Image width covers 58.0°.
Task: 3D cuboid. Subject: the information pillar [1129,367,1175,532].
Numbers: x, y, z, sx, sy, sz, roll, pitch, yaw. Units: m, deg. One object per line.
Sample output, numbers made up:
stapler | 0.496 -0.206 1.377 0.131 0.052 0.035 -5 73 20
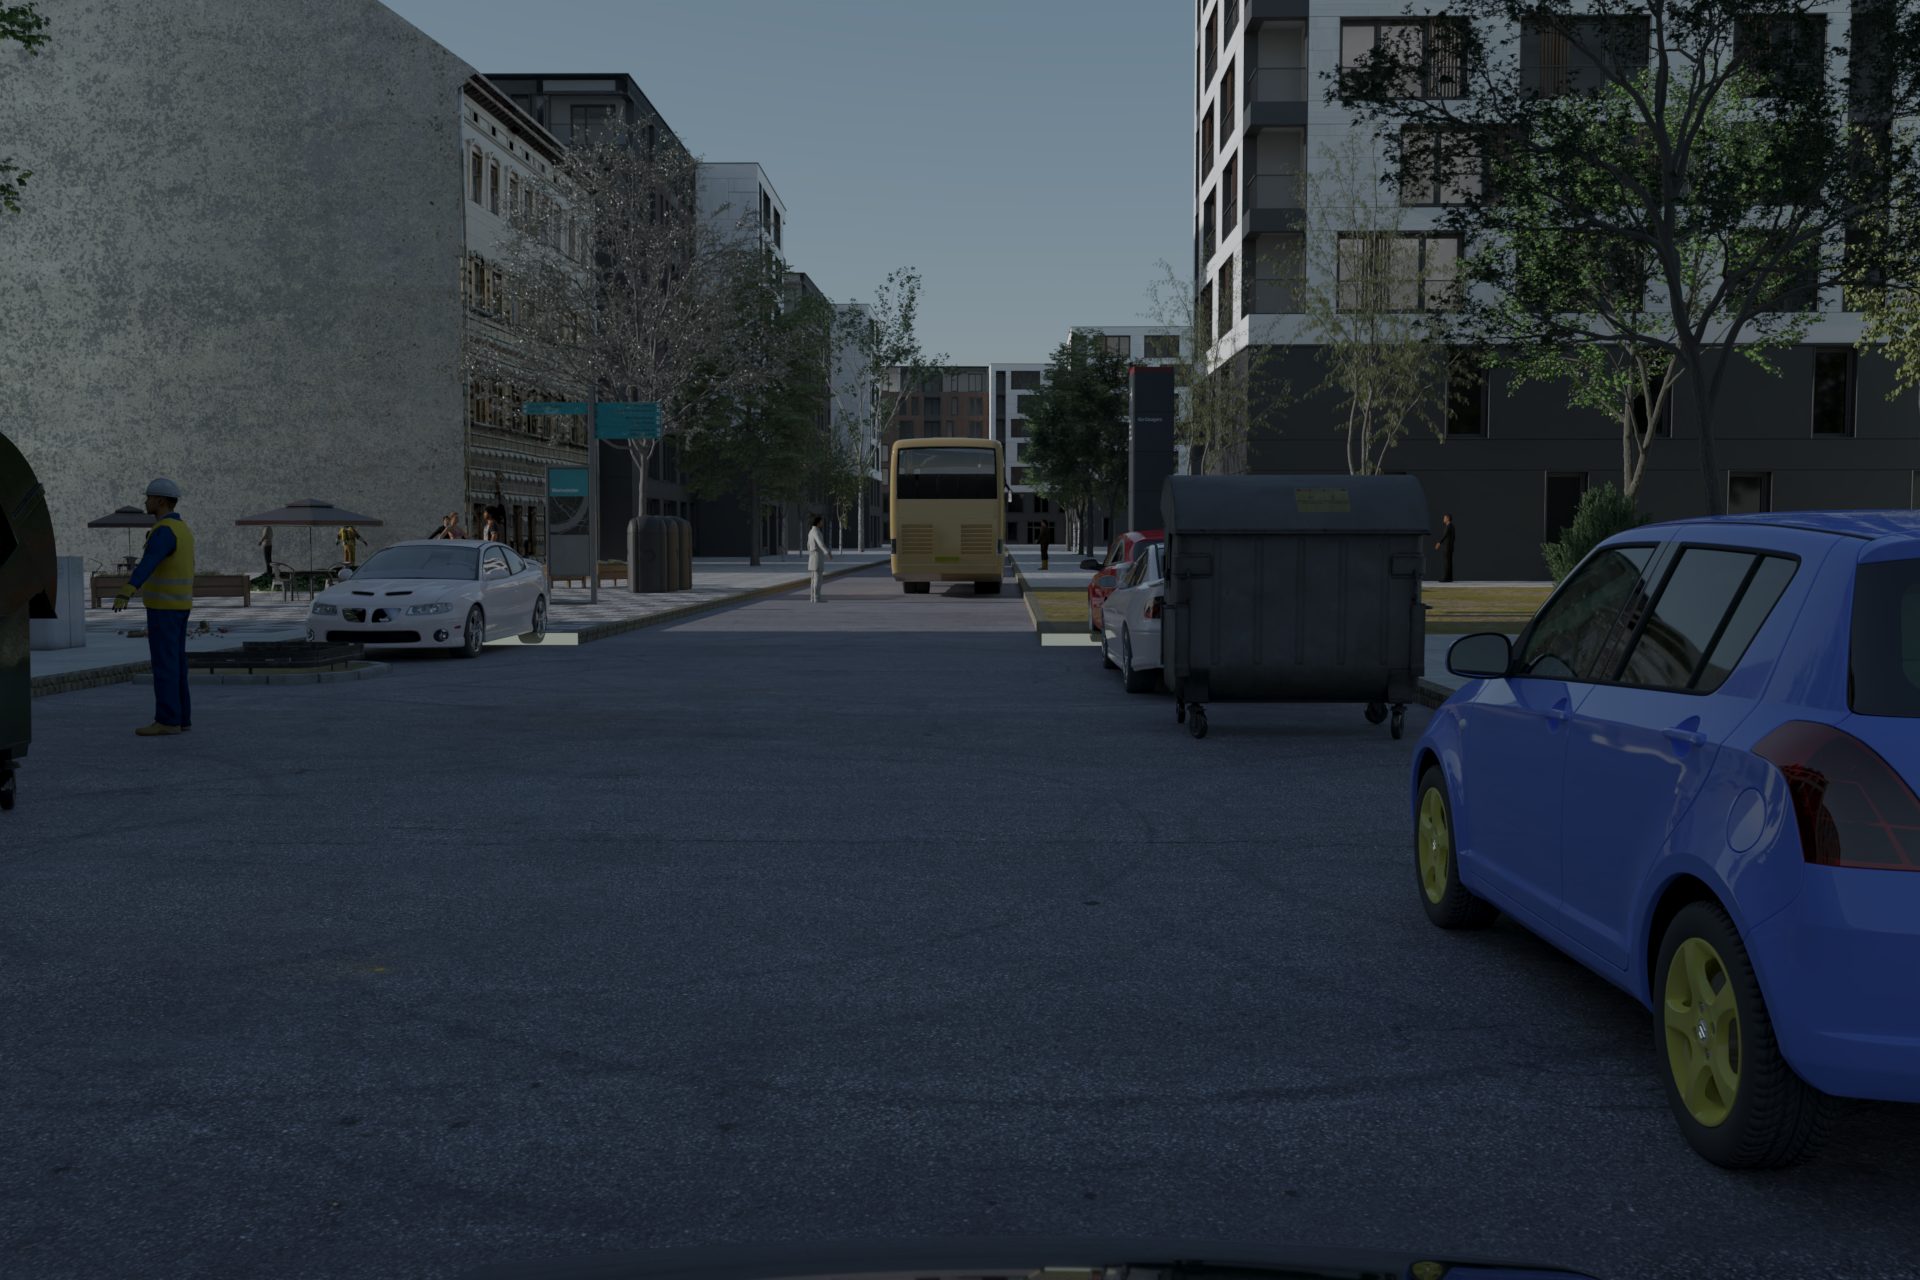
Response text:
information pillar | 2.990 -2.309 27.124 0.750 3.857 0.750 0 4 0

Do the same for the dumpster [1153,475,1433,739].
dumpster | 2.376 -0.267 12.578 1.865 1.857 1.264 0 4 1

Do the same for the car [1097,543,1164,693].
car | 2.425 -0.283 16.984 2.083 1.381 4.827 0 4 1

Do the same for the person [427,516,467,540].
person | -14.720 -2.664 49.742 1.347 1.806 0.705 -1 4 -23

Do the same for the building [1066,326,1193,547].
building | 25.306 -20.949 186.493 27.936 21.610 32.646 0 4 2

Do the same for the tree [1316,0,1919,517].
tree | 8.660 -5.224 19.828 8.767 10.594 7.601 0 4 -5

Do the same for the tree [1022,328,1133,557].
tree | 6.846 -10.877 95.966 7.486 12.596 7.792 0 3 0

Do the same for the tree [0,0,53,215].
tree | -13.022 -5.556 16.596 9.928 11.665 9.643 0 3 0

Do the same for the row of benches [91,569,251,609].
row of benches | -14.587 -0.898 30.144 4.104 0.672 1.422 -1 4 -18

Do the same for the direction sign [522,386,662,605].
direction sign | -6.627 -2.638 31.900 2.525 3.948 1.411 0 4 2

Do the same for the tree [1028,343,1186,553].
tree | 7.332 -9.239 85.465 8.767 10.594 7.601 1 4 12

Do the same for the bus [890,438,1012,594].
bus | -0.105 -3.235 44.435 2.896 3.916 12.252 0 4 2

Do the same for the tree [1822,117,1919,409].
tree | 16.740 -4.829 29.315 4.737 8.622 4.395 0 3 0

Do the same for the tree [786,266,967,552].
tree | -5.546 -16.239 121.394 12.611 20.169 13.585 0 3 0

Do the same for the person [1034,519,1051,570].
person | 2.992 -3.417 62.002 0.704 1.812 1.346 2 4 24

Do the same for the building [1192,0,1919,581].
building | 22.134 -13.364 62.484 27.936 21.610 32.646 0 4 2

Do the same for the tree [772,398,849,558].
tree | -8.723 -8.679 92.257 4.360 8.622 3.978 0 3 0

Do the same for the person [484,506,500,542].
person | -8.927 -1.635 32.883 0.704 1.843 1.345 -1 4 -20

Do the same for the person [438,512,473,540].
person | -10.385 -1.777 35.853 0.721 1.733 1.217 2 4 32

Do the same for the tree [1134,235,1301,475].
tree | 5.811 -5.701 43.577 4.360 8.622 3.978 0 3 0

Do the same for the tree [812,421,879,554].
tree | -7.357 -9.779 110.250 4.737 8.622 4.395 0 3 0

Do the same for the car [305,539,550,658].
car | -6.467 -0.558 21.493 2.083 1.381 4.827 0 4 2

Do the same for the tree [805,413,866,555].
tree | -7.965 -9.442 104.746 4.360 8.622 3.978 0 3 0

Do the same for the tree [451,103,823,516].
tree | -9.129 -8.511 49.520 12.009 13.543 11.850 0 3 0

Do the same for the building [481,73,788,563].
building | -25.038 -15.264 93.538 27.936 21.610 32.646 0 4 1

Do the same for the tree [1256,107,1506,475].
tree | 6.821 -4.888 30.288 4.360 8.622 3.978 0 3 0

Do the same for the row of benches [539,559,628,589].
row of benches | -8.667 -1.632 42.148 1.422 0.672 4.104 3 4 38

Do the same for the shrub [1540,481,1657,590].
shrub | 9.534 -1.320 25.630 1.661 2.075 1.752 0 3 0

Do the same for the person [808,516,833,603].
person | -2.971 -1.691 36.294 0.705 1.806 1.347 -1 4 -22

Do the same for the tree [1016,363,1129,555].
tree | 7.372 -11.046 106.356 9.928 11.665 9.643 0 3 0

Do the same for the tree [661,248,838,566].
tree | -8.463 -9.228 69.000 7.486 12.596 7.792 0 3 0

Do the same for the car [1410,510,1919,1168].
car | 2.535 0.268 5.204 1.945 1.707 3.694 0 4 1

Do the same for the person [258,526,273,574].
person | -21.783 -2.953 54.406 0.705 1.813 1.348 -1 4 -10

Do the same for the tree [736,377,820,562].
tree | -8.290 -7.939 80.164 4.737 8.622 4.395 0 3 0

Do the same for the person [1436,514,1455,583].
person | 12.908 -2.426 45.895 0.704 1.802 1.346 2 4 31

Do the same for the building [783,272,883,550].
building | -22.051 -18.842 152.049 27.936 21.610 32.646 0 4 2

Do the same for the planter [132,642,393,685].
planter | -6.880 0.225 17.465 1.991 0.319 1.994 0 4 2

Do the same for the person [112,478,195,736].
person | -5.734 -0.246 12.450 0.705 1.833 1.349 0 4 -7

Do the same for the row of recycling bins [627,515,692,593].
row of recycling bins | -6.732 -1.963 39.213 1.069 1.692 3.534 0 4 3

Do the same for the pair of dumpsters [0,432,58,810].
pair of dumpsters | -6.967 -0.214 8.453 4.436 2.255 1.574 0 4 1

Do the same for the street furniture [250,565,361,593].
street furniture | -13.958 -1.639 42.420 5.734 0.657 10.072 0 4 -4

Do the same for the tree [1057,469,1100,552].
tree | 7.847 -10.418 120.698 4.360 8.622 3.978 0 3 0

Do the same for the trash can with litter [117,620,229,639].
trash can with litter | -9.921 -0.681 22.189 1.678 1.210 2.233 0 4 1

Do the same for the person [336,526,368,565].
person | -19.834 -3.092 56.325 1.354 1.858 0.705 2 4 27

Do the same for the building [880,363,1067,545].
building | 0.967 -22.823 219.593 32.646 21.610 27.936 0 4 -2

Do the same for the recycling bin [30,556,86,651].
recycling bin | -10.329 -0.419 19.398 0.722 1.027 0.722 0 4 2

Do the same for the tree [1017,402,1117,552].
tree | 8.060 -12.329 127.331 9.928 11.665 9.643 0 3 0

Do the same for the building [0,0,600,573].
building | -25.212 -14.369 65.864 19.493 23.208 18.063 0 4 2

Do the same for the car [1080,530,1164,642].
car | 2.618 -0.782 21.828 2.155 1.783 4.494 0 3 0

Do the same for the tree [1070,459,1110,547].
tree | 7.546 -9.945 112.966 4.360 8.622 3.978 0 3 0

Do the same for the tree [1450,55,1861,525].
tree | 14.764 -6.833 37.482 9.928 11.665 9.643 0 3 0
